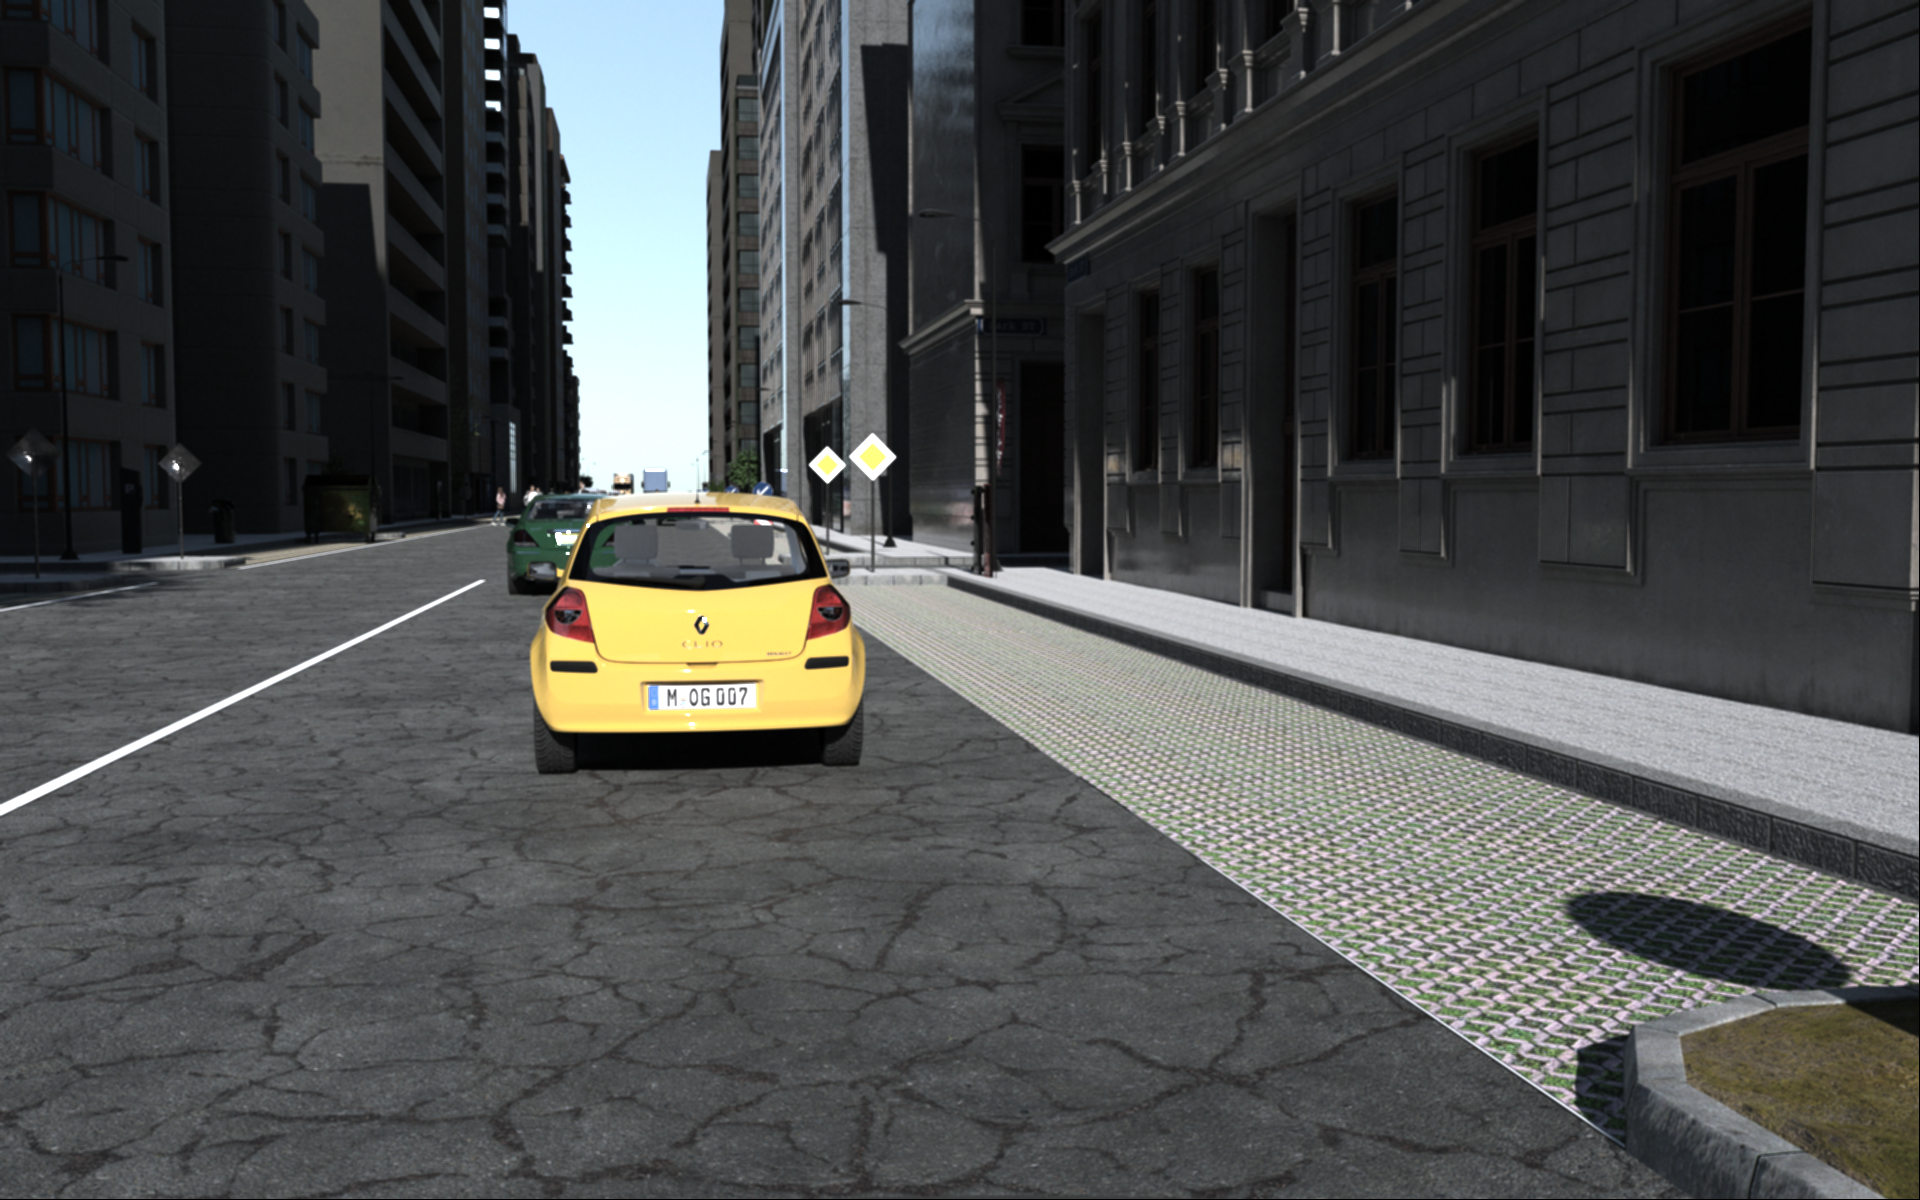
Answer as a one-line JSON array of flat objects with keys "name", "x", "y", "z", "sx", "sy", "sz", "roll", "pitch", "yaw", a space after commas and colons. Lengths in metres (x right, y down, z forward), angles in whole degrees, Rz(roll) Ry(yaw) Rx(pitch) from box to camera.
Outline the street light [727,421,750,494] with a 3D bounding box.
[{"name": "street light", "x": -13.961, "y": -8.416, "z": 110.144, "sx": 1.470, "sy": 5.913, "sz": 1.316, "roll": -1, "pitch": 4, "yaw": -10}]

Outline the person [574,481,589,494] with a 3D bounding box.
[{"name": "person", "x": -13.546, "y": -3.300, "z": 61.813, "sx": 0.648, "sy": 1.900, "sz": 0.474, "roll": -1, "pitch": 4, "yaw": -18}]

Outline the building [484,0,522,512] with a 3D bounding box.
[{"name": "building", "x": -45.778, "y": -50.272, "z": 134.625, "sx": 22.319, "sy": 86.520, "sz": 31.000, "roll": -1, "pitch": 4, "yaw": -10}]

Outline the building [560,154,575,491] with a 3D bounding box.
[{"name": "building", "x": -59.981, "y": -34.350, "z": 216.251, "sx": 22.147, "sy": 44.769, "sz": 28.867, "roll": -1, "pitch": 4, "yaw": -10}]

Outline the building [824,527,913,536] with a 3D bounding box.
[{"name": "building", "x": 0.894, "y": -15.003, "z": 63.329, "sx": 12.078, "sy": 24.808, "sz": 19.932, "roll": -1, "pitch": 4, "yaw": -10}]

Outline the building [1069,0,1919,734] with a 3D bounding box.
[{"name": "building", "x": 8.311, "y": -11.181, "z": 18.966, "sx": 11.583, "sy": 22.565, "sz": 21.152, "roll": -1, "pitch": 4, "yaw": -10}]

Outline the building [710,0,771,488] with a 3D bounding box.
[{"name": "building", "x": -20.258, "y": -47.339, "z": 212.250, "sx": 20.563, "sy": 71.187, "sz": 20.611, "roll": -1, "pitch": 4, "yaw": -10}]

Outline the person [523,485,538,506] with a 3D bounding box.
[{"name": "person", "x": -18.911, "y": -4.143, "z": 76.334, "sx": 0.679, "sy": 1.850, "sz": 0.850, "roll": -1, "pitch": 4, "yaw": -11}]

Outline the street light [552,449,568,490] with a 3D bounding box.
[{"name": "street light", "x": -41.384, "y": -12.574, "z": 178.128, "sx": 1.470, "sy": 5.913, "sz": 1.316, "roll": -1, "pitch": 4, "yaw": -10}]

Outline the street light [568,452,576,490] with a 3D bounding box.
[{"name": "street light", "x": -43.520, "y": -13.369, "z": 191.116, "sx": 1.470, "sy": 5.913, "sz": 1.316, "roll": -1, "pitch": 4, "yaw": -10}]

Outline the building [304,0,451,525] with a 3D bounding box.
[{"name": "building", "x": -36.140, "y": -27.891, "z": 79.725, "sx": 21.300, "sy": 48.544, "sz": 21.600, "roll": -1, "pitch": 4, "yaw": -10}]

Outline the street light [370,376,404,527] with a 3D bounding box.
[{"name": "street light", "x": -22.639, "y": -5.863, "z": 68.407, "sx": 1.470, "sy": 5.913, "sz": 1.316, "roll": -1, "pitch": 4, "yaw": -10}]

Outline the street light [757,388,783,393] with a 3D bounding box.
[{"name": "street light", "x": -8.182, "y": -6.324, "z": 75.946, "sx": 1.470, "sy": 5.913, "sz": 1.316, "roll": -1, "pitch": 4, "yaw": -10}]

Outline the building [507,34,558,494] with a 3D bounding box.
[{"name": "building", "x": -48.545, "y": -31.954, "z": 172.556, "sx": 14.600, "sy": 45.320, "sz": 14.200, "roll": -1, "pitch": 4, "yaw": -10}]

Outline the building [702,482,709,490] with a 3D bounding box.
[{"name": "building", "x": -22.289, "y": -34.652, "z": 258.440, "sx": 32.217, "sy": 40.220, "sz": 23.993, "roll": -1, "pitch": 4, "yaw": -10}]

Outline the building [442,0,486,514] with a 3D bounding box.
[{"name": "building", "x": -38.963, "y": -28.366, "z": 113.901, "sx": 14.600, "sy": 45.320, "sz": 14.200, "roll": -1, "pitch": 4, "yaw": -10}]

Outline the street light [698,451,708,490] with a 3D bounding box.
[{"name": "street light", "x": -28.829, "y": -13.785, "z": 197.926, "sx": 1.470, "sy": 5.913, "sz": 1.316, "roll": -1, "pitch": 4, "yaw": -10}]

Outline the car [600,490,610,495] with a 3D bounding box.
[{"name": "car", "x": -34.870, "y": -9.688, "z": 167.065, "sx": 2.281, "sy": 1.827, "sz": 5.304, "roll": -1, "pitch": 4, "yaw": -11}]

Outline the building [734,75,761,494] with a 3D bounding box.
[{"name": "building", "x": -9.112, "y": -21.552, "z": 124.084, "sx": 14.160, "sy": 30.474, "sz": 14.107, "roll": -1, "pitch": 4, "yaw": -10}]

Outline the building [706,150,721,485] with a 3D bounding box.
[{"name": "building", "x": -23.055, "y": -37.317, "z": 233.835, "sx": 21.300, "sy": 48.544, "sz": 21.600, "roll": -1, "pitch": 4, "yaw": -10}]

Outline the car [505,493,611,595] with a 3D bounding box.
[{"name": "car", "x": -5.835, "y": -0.884, "z": 26.253, "sx": 2.131, "sy": 1.459, "sz": 4.920, "roll": -1, "pitch": 4, "yaw": -11}]

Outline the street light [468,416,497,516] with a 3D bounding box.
[{"name": "street light", "x": -28.591, "y": -7.988, "z": 103.139, "sx": 1.470, "sy": 5.913, "sz": 1.316, "roll": -1, "pitch": 4, "yaw": -10}]

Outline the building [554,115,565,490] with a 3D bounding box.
[{"name": "building", "x": -52.397, "y": -33.371, "z": 195.719, "sx": 14.600, "sy": 45.320, "sz": 14.200, "roll": -1, "pitch": 4, "yaw": -10}]

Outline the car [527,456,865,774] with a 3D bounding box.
[{"name": "car", "x": -1.601, "y": -0.011, "z": 10.400, "sx": 2.015, "sy": 1.641, "sz": 3.980, "roll": -1, "pitch": 4, "yaw": -10}]

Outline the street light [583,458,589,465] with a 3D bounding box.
[{"name": "street light", "x": -49.589, "y": -15.501, "z": 225.974, "sx": 1.470, "sy": 5.913, "sz": 1.316, "roll": -1, "pitch": 4, "yaw": -10}]

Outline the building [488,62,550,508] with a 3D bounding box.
[{"name": "building", "x": -45.564, "y": -29.069, "z": 158.867, "sx": 14.154, "sy": 41.232, "sz": 14.086, "roll": -1, "pitch": 4, "yaw": -10}]

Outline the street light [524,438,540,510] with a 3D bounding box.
[{"name": "street light", "x": -35.561, "y": -10.483, "z": 143.938, "sx": 1.470, "sy": 5.913, "sz": 1.316, "roll": -1, "pitch": 4, "yaw": -10}]

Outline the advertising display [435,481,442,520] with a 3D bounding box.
[{"name": "advertising display", "x": -25.482, "y": -4.860, "z": 84.671, "sx": 0.123, "sy": 1.923, "sz": 0.974, "roll": 0, "pitch": 4, "yaw": -4}]

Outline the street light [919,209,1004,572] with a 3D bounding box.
[{"name": "street light", "x": 0.018, "y": -3.424, "z": 28.527, "sx": 1.470, "sy": 5.913, "sz": 1.316, "roll": -1, "pitch": 4, "yaw": -10}]

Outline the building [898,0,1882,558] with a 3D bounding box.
[{"name": "building", "x": 9.156, "y": -12.634, "z": 42.720, "sx": 21.152, "sy": 22.565, "sz": 11.583, "roll": -1, "pitch": 4, "yaw": -10}]

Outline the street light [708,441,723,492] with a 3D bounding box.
[{"name": "street light", "x": -20.960, "y": -10.912, "z": 150.945, "sx": 1.470, "sy": 5.913, "sz": 1.316, "roll": -1, "pitch": 4, "yaw": -10}]

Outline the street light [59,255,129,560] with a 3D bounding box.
[{"name": "street light", "x": -16.819, "y": -3.738, "z": 33.654, "sx": 1.470, "sy": 5.913, "sz": 1.316, "roll": -1, "pitch": 4, "yaw": -10}]

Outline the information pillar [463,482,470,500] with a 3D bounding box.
[{"name": "information pillar", "x": -29.729, "y": -6.111, "z": 104.400, "sx": 0.304, "sy": 2.012, "sz": 0.304, "roll": 0, "pitch": 4, "yaw": -3}]

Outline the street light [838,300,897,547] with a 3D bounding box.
[{"name": "street light", "x": -2.227, "y": -4.225, "z": 41.624, "sx": 1.470, "sy": 5.913, "sz": 1.316, "roll": -1, "pitch": 4, "yaw": -10}]

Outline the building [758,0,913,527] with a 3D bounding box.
[{"name": "building", "x": -3.111, "y": -16.257, "z": 83.825, "sx": 12.078, "sy": 24.808, "sz": 19.932, "roll": -1, "pitch": 4, "yaw": -10}]

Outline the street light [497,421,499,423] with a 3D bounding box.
[{"name": "street light", "x": -29.817, "y": -8.382, "z": 109.581, "sx": 1.470, "sy": 5.913, "sz": 1.316, "roll": -1, "pitch": 4, "yaw": -10}]

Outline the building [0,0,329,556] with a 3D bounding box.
[{"name": "building", "x": -34.607, "y": -12.361, "z": 47.146, "sx": 27.650, "sy": 21.520, "sz": 28.899, "roll": -1, "pitch": 4, "yaw": -10}]

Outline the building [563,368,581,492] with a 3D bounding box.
[{"name": "building", "x": -68.504, "y": -24.448, "z": 244.756, "sx": 27.650, "sy": 21.520, "sz": 28.899, "roll": -1, "pitch": 4, "yaw": -10}]

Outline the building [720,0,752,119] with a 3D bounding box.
[{"name": "building", "x": -11.209, "y": -32.934, "z": 162.170, "sx": 21.300, "sy": 48.544, "sz": 21.600, "roll": -1, "pitch": 4, "yaw": -10}]
